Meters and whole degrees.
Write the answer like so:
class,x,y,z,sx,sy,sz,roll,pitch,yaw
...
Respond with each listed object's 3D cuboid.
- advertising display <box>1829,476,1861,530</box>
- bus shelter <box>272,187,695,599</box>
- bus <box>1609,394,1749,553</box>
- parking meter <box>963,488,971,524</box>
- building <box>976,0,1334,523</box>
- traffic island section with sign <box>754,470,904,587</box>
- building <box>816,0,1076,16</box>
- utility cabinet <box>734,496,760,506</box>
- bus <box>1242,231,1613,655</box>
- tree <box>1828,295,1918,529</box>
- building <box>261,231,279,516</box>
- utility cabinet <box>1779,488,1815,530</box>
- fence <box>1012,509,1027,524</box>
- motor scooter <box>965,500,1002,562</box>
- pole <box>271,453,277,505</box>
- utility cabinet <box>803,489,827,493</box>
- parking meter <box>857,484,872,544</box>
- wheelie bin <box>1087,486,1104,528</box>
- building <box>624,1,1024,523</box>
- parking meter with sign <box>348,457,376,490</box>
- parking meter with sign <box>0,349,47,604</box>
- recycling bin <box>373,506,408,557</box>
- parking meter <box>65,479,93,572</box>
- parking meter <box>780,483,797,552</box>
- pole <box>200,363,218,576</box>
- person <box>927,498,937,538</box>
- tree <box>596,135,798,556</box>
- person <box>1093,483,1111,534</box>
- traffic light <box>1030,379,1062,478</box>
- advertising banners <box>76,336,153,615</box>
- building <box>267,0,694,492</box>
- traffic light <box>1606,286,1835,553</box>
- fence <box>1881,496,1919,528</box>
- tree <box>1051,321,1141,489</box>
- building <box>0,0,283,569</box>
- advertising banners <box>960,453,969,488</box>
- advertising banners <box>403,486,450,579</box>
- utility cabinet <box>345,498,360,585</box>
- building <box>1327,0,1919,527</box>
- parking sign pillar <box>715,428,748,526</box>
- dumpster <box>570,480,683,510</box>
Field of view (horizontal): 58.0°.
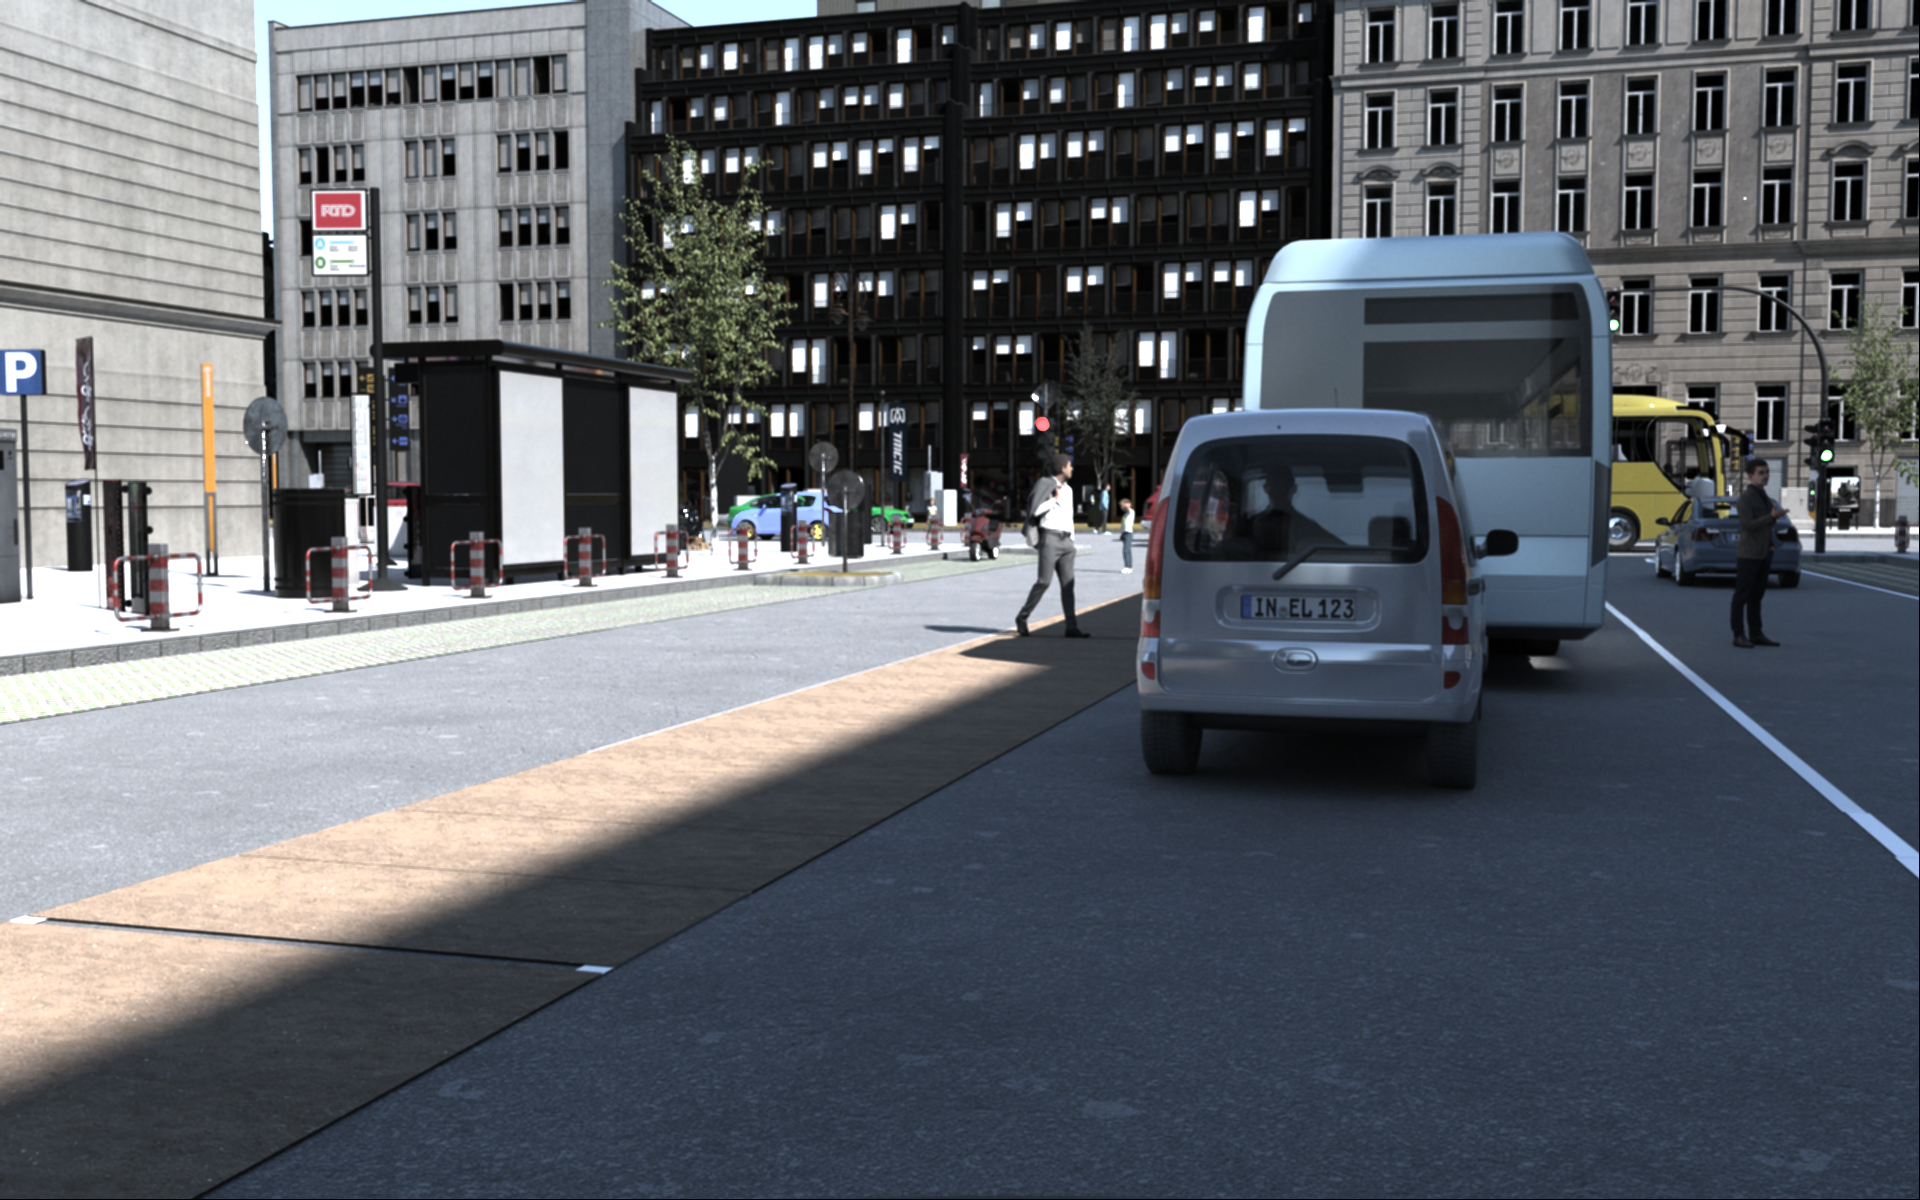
class,x,y,z,sx,sy,sz,roll,pitch,yaw
advertising display,31.363,-3.438,61.420,0.974,1.923,0.123,1,4,16
bus shelter,-6.737,-2.908,25.185,2.179,5.291,8.768,1,4,17
bus,13.195,-3.214,44.102,12.252,3.916,2.896,1,4,15
parking meter,0.298,-4.096,75.388,0.372,1.533,0.369,0,3,0
building,9.215,-15.358,80.788,15.834,23.373,12.332,1,4,16
traffic island section with sign,-1.986,-1.160,27.599,1.989,1.847,2.006,1,4,16
building,4.892,-34.264,149.451,28.713,52.752,27.495,1,4,16
utility cabinet,-8.414,-3.507,68.493,1.020,1.237,0.306,-2,4,-31
bus,4.993,-1.462,18.767,2.948,3.499,13.247,1,4,15
tree,33.744,-6.913,63.384,4.737,8.622,4.395,0,3,0
building,-46.499,-14.188,99.419,16.811,18.784,16.820,1,4,16
utility cabinet,29.488,-3.197,60.951,1.173,1.500,0.318,1,4,12
fence,2.946,-3.324,69.719,2.069,0.683,0.278,-2,4,-31
motor scooter,0.535,-1.497,37.253,0.815,1.314,1.986,1,4,16
pole,-33.978,-5.626,85.832,0.158,3.312,0.155,0,3,0
utility cabinet,-6.275,-4.060,75.056,0.318,1.500,1.173,3,5,43
parking meter,-2.438,-2.190,44.225,0.372,1.533,0.369,0,3,0
wheelie bin,5.213,-3.590,66.606,0.693,1.594,0.980,0,4,4
building,-6.224,-15.580,84.410,15.834,23.373,12.332,1,4,16
parking meter with sign,-27.589,-5.171,80.814,1.738,3.016,0.543,-1,4,-13
parking meter with sign,-11.392,-1.462,20.159,0.543,3.016,1.738,0,4,5
recycling bin,-11.544,-1.403,35.491,0.722,1.027,0.722,0,4,2
parking meter,-14.610,-1.242,28.723,0.372,1.533,0.369,0,3,0
parking meter,-3.791,-1.832,38.362,0.372,1.533,0.369,0,3,0
pole,-11.782,-2.039,27.181,0.158,3.312,0.155,0,3,0
person,-0.923,-2.643,55.965,0.306,1.304,0.590,-1,4,-9
tree,-5.170,-5.209,35.534,4.737,8.622,4.395,0,3,0
person,5.083,-3.256,61.761,0.620,1.820,0.660,0,4,-7
traffic light,2.100,-3.264,42.286,0.839,4.253,0.868,1,4,16
advertising banners,-9.258,-1.390,18.922,0.090,3.025,2.074,-3,5,-44
building,-23.233,-16.629,89.899,19.932,24.808,12.078,1,4,16
traffic light,16.576,-3.866,37.878,4.771,5.953,1.251,1,4,16
fence,36.275,-3.339,65.803,2.264,1.192,0.480,0,4,3
tree,5.870,-7.505,73.071,4.360,8.622,3.978,0,3,0
building,-37.075,-15.723,33.489,44.131,29.872,17.030,1,4,16
advertising banners,-0.367,-4.754,73.919,2.074,3.025,0.090,-3,5,-42
advertising banners,-8.225,-1.891,27.103,0.090,3.025,2.074,0,4,8
utility cabinet,-8.951,-0.829,24.722,1.020,1.237,0.306,3,5,44
building,28.764,-16.963,74.604,25.104,27.353,12.463,1,4,16
parking sign pillar,-9.284,-5.012,70.412,1.447,3.967,1.447,0,4,4
dumpster,-6.140,-1.781,31.605,1.502,2.255,1.985,1,4,16
